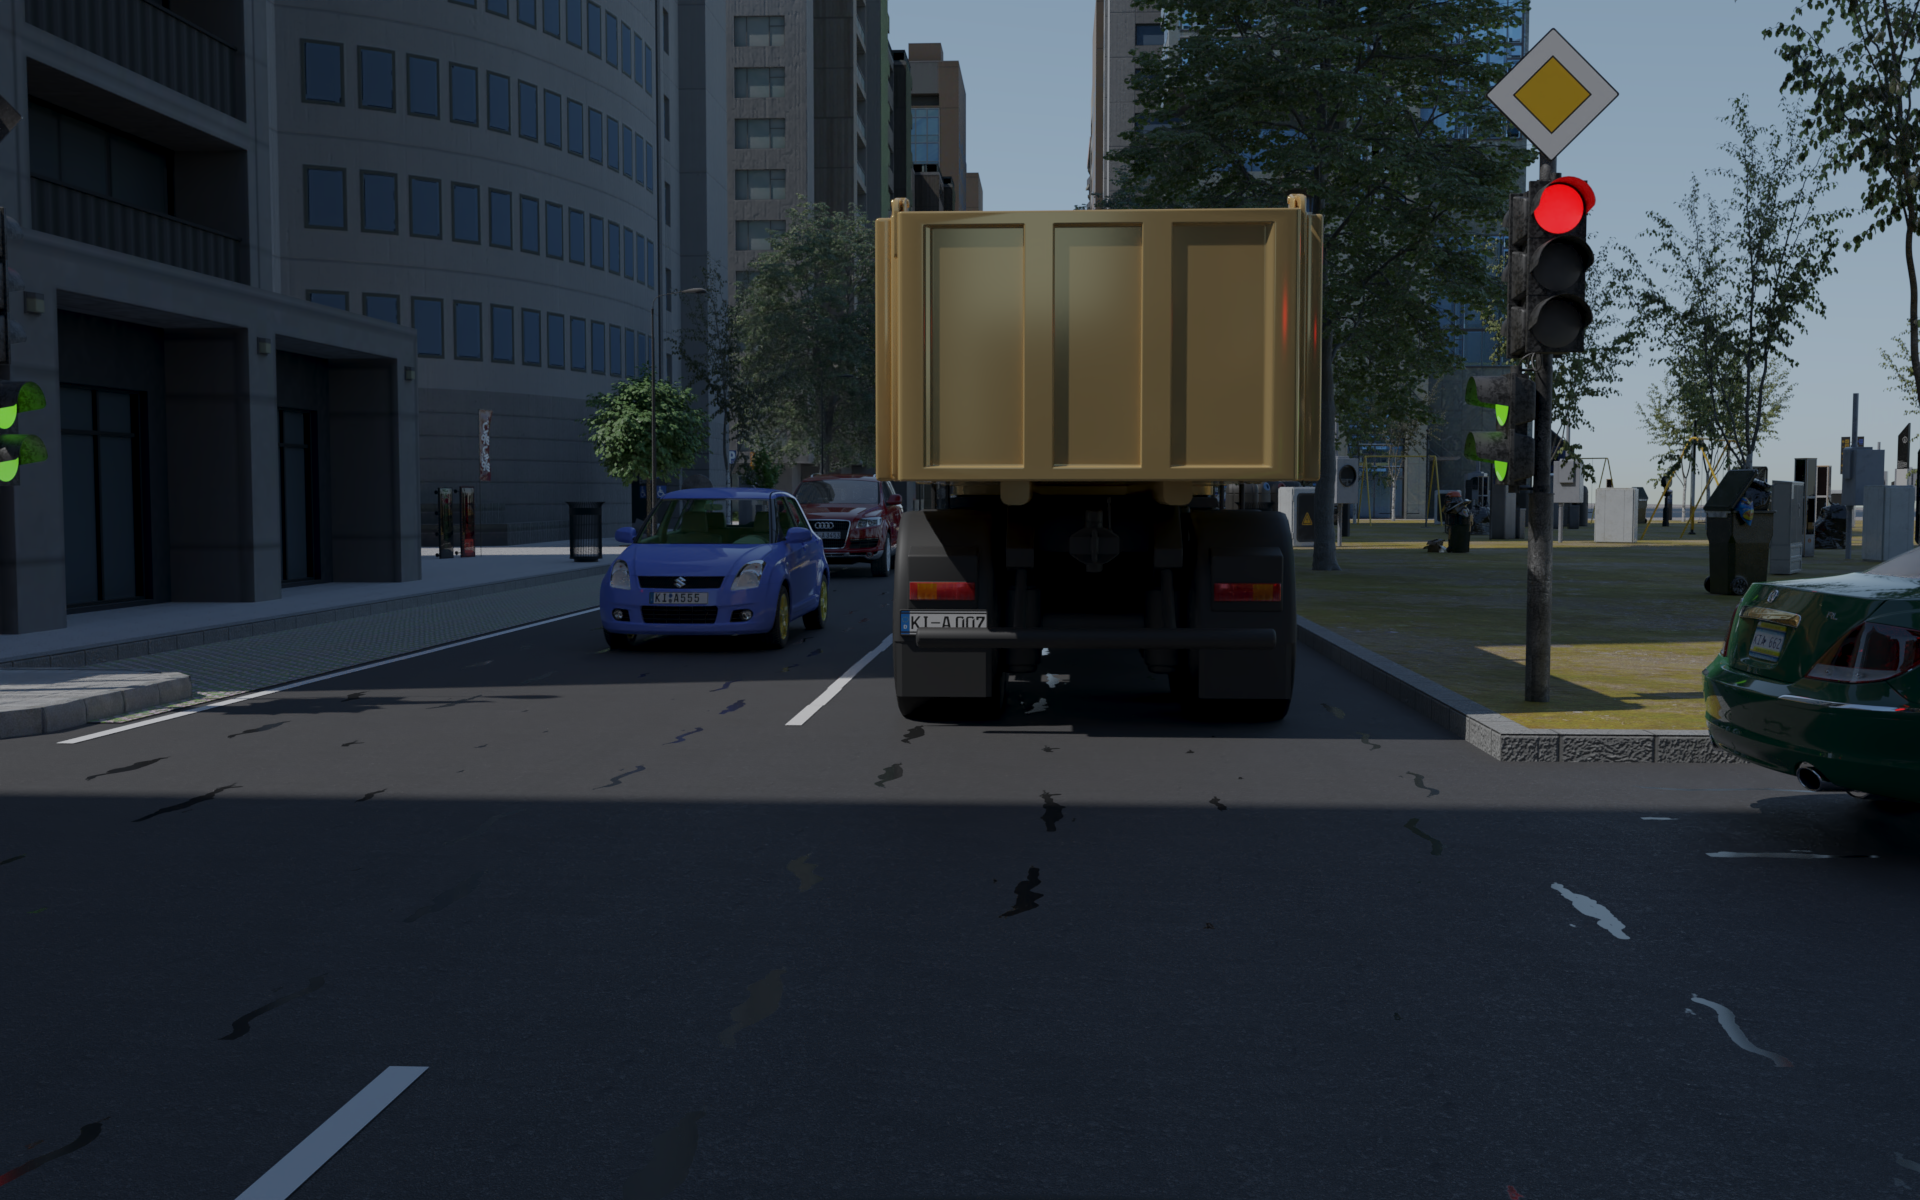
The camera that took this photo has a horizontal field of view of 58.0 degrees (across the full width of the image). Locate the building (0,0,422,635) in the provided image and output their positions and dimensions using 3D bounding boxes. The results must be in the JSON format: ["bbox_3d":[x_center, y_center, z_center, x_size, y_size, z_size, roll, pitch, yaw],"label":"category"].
[{"bbox_3d":[-18.478,-35.566,19.757,20.563,71.187,20.611,0,4,3],"label":"building"}]

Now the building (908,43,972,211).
[{"bbox_3d":[-6.631,-32.215,176.821,14.600,45.320,14.200,0,4,3],"label":"building"}]

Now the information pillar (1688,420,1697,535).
[{"bbox_3d":[23.261,-3.890,54.954,0.183,3.616,0.504,1,4,16],"label":"information pillar"}]

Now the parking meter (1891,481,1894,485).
[{"bbox_3d":[37.978,-3.948,70.269,0.255,1.863,0.399,-1,4,-11],"label":"parking meter"}]

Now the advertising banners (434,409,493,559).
[{"bbox_3d":[-9.998,-2.376,35.036,0.090,3.025,2.074,1,4,17],"label":"advertising banners"}]

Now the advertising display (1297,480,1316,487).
[{"bbox_3d":[11.016,-3.002,54.294,0.974,1.923,0.123,0,4,-4],"label":"advertising display"}]

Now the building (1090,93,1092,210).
[{"bbox_3d":[24.625,-34.210,183.030,21.300,48.544,21.600,0,4,3],"label":"building"}]

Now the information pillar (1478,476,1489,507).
[{"bbox_3d":[21.507,-4.081,71.218,0.304,2.012,0.304,-1,4,-21],"label":"information pillar"}]

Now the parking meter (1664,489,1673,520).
[{"bbox_3d":[34.614,-4.661,84.620,0.372,1.533,0.369,0,3,0],"label":"parking meter"}]

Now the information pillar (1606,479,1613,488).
[{"bbox_3d":[31.488,-4.865,84.027,0.304,2.012,0.304,1,4,20],"label":"information pillar"}]

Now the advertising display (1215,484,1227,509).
[{"bbox_3d":[10.871,-4.062,71.623,0.974,1.923,0.123,-2,4,-29],"label":"advertising display"}]

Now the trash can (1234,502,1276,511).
[{"bbox_3d":[5.331,-1.203,31.316,0.748,1.137,0.748,0,3,0],"label":"trash can"}]

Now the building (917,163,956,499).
[{"bbox_3d":[-7.773,-23.217,151.293,14.160,30.474,14.107,0,4,3],"label":"building"}]

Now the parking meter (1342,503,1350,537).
[{"bbox_3d":[11.615,-2.846,52.239,0.255,1.863,0.399,1,4,23],"label":"parking meter"}]

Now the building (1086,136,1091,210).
[{"bbox_3d":[26.270,-33.893,208.777,22.147,44.769,28.867,0,4,3],"label":"building"}]

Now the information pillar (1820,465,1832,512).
[{"bbox_3d":[22.202,-2.451,44.562,0.304,2.012,0.304,3,5,40],"label":"information pillar"}]

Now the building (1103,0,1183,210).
[{"bbox_3d":[21.418,-36.058,131.555,21.231,58.520,28.212,0,4,3],"label":"building"}]

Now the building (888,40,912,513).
[{"bbox_3d":[-10.503,-20.565,107.936,14.160,30.474,14.107,0,4,3],"label":"building"}]

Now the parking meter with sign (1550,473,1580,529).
[{"bbox_3d":[21.832,-4.119,63.614,1.738,3.016,0.543,0,4,7],"label":"parking meter with sign"}]

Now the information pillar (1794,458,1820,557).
[{"bbox_3d":[17.182,-1.881,35.241,0.304,2.012,0.304,-2,4,-25],"label":"information pillar"}]

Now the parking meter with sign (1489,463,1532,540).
[{"bbox_3d":[15.480,-3.235,49.160,0.543,3.016,1.738,3,5,44],"label":"parking meter with sign"}]

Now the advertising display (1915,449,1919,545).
[{"bbox_3d":[13.328,-1.105,23.273,0.123,1.923,0.974,-2,4,-26],"label":"advertising display"}]

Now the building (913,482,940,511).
[{"bbox_3d":[-16.057,-17.429,130.003,27.650,21.520,28.899,0,4,3],"label":"building"}]

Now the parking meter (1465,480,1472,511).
[{"bbox_3d":[20.862,-3.997,71.060,0.255,1.863,0.399,1,4,12],"label":"parking meter"}]

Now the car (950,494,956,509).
[{"bbox_3d":[-0.136,-6.936,123.627,2.015,1.641,3.980,0,4,3],"label":"car"}]

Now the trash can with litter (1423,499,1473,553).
[{"bbox_3d":[10.687,-1.625,37.957,1.055,1.170,0.624,2,4,35],"label":"trash can with litter"}]

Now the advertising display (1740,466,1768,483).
[{"bbox_3d":[18.251,-2.118,39.849,0.974,1.923,0.123,-3,4,-36],"label":"advertising display"}]

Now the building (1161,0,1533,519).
[{"bbox_3d":[20.717,-48.225,101.144,22.319,86.520,31.000,0,4,3],"label":"building"}]

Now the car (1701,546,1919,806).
[{"bbox_3d":[5.727,0.284,7.149,4.920,1.459,2.131,0,4,4],"label":"car"}]

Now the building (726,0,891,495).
[{"bbox_3d":[-11.421,-25.075,93.566,14.154,41.232,14.086,0,4,3],"label":"building"}]

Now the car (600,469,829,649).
[{"bbox_3d":[-2.365,-0.467,17.219,1.945,1.707,3.694,0,4,4],"label":"car"}]

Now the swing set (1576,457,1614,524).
[{"bbox_3d":[26.720,-4.731,74.971,3.119,2.851,2.862,3,5,45],"label":"swing set"}]

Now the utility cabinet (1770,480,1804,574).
[{"bbox_3d":[13.273,-1.168,27.771,0.318,1.500,1.173,2,4,34],"label":"utility cabinet"}]

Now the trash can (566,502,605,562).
[{"bbox_3d":[-7.073,-1.289,32.728,0.748,1.137,0.748,0,3,0],"label":"trash can"}]

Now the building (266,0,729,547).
[{"bbox_3d":[-20.239,-31.232,52.637,21.231,58.520,28.212,0,4,3],"label":"building"}]

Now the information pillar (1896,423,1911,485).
[{"bbox_3d":[31.089,-4.021,57.090,0.183,3.616,0.504,-1,4,-12],"label":"information pillar"}]

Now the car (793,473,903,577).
[{"bbox_3d":[-2.137,-1.410,31.727,2.281,1.827,5.304,0,4,3],"label":"car"}]

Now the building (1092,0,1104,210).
[{"bbox_3d":[18.737,-30.799,153.679,14.600,45.320,14.200,0,4,3],"label":"building"}]

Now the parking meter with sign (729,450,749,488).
[{"bbox_3d":[-8.396,-4.419,68.517,1.738,3.016,0.543,2,4,31],"label":"parking meter with sign"}]

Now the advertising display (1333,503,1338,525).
[{"bbox_3d":[15.405,-4.033,71.152,0.123,1.923,0.974,-1,4,-21],"label":"advertising display"}]

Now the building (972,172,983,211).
[{"bbox_3d":[-4.075,-35.794,235.339,14.600,45.320,14.200,0,4,3],"label":"building"}]
